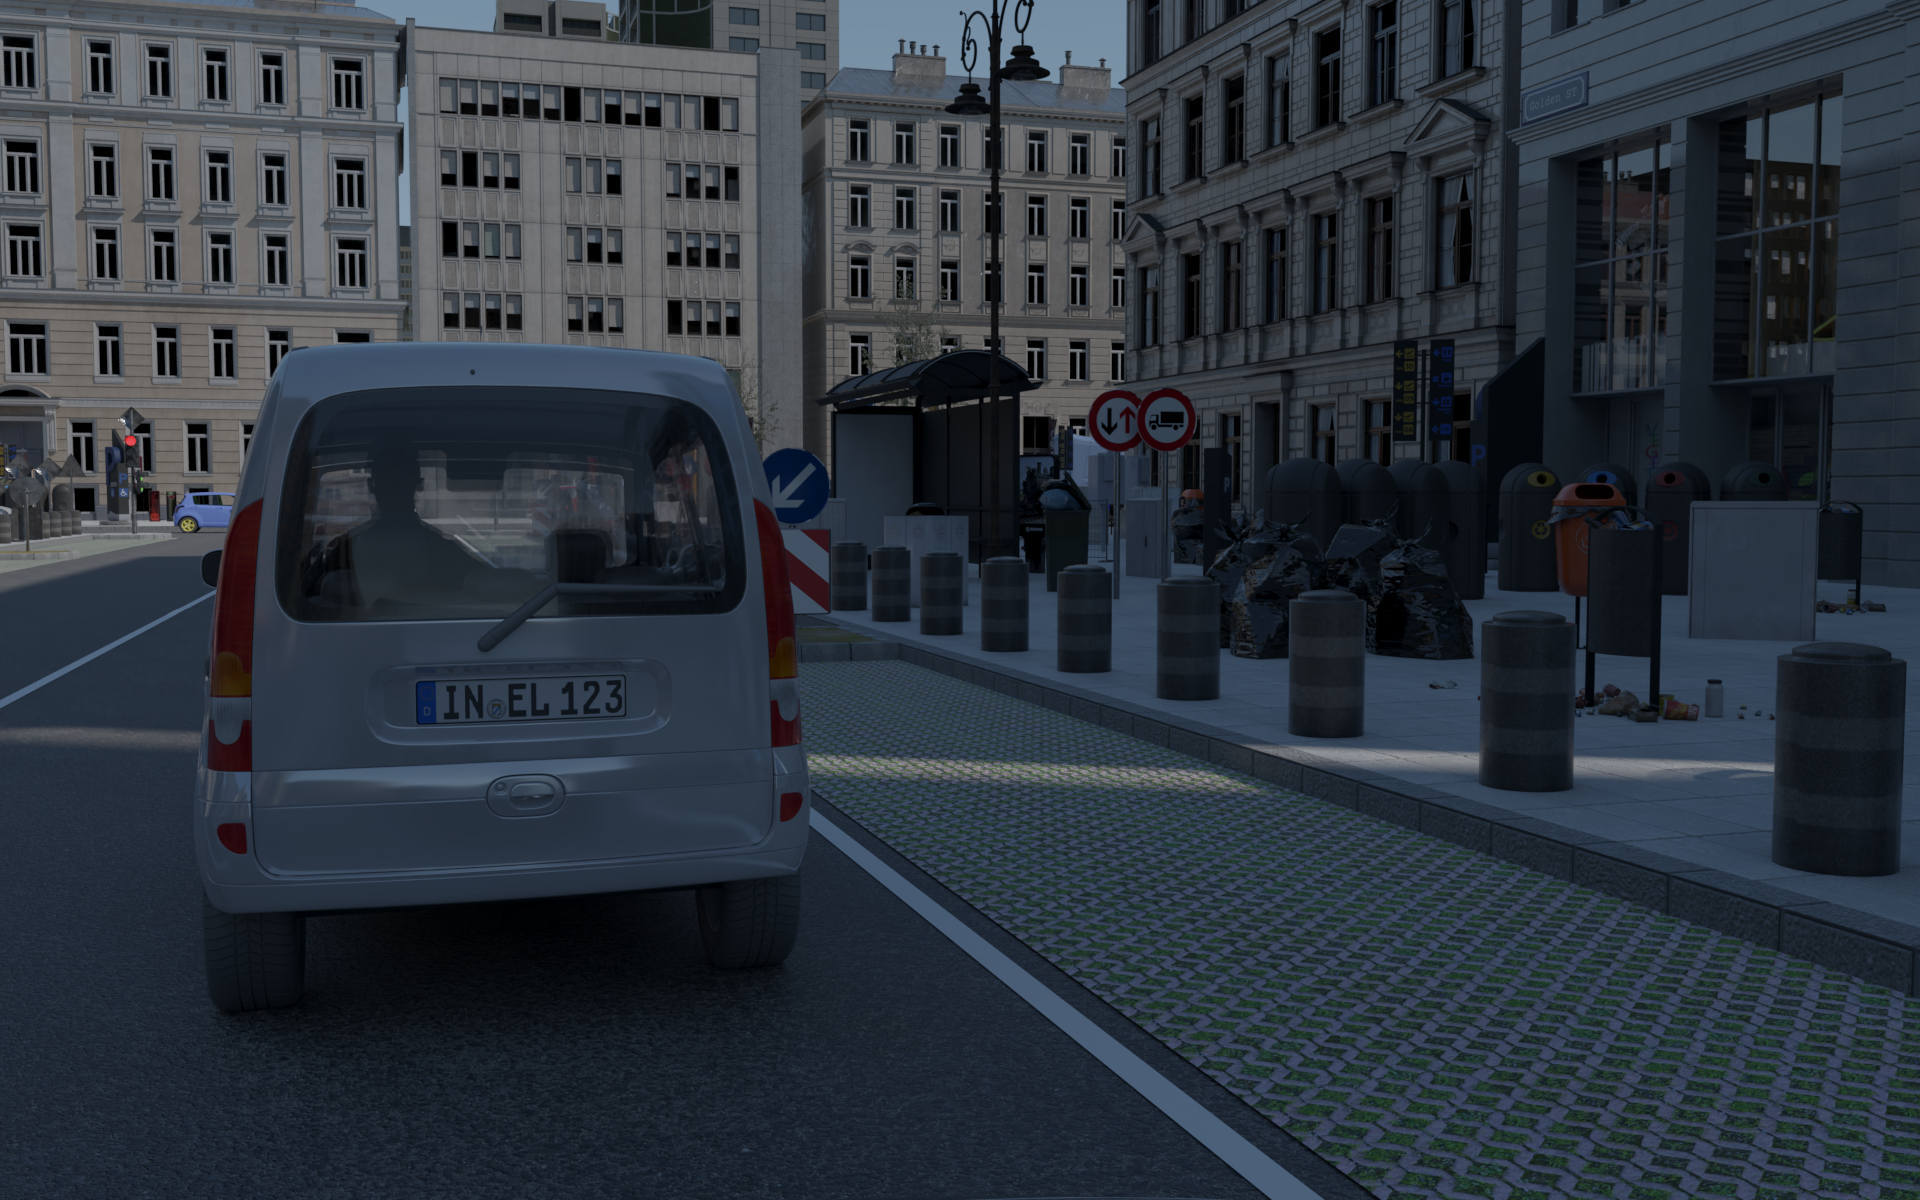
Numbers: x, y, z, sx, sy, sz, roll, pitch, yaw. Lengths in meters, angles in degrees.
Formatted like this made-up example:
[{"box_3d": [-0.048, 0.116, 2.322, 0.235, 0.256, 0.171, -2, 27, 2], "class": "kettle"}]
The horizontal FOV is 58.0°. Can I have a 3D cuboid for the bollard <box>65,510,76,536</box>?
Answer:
[{"box_3d": [-27.401, -2.340, 52.977, 0.404, 0.777, 0.398, 0, 3, 0], "class": "bollard"}]

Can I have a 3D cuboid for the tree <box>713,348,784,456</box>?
[{"box_3d": [-11.188, -8.427, 88.141, 4.360, 8.622, 3.978, 0, 3, 0], "class": "tree"}]

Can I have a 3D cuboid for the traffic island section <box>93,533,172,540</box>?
[{"box_3d": [-26.553, -2.043, 55.679, 2.009, 0.180, 2.903, -1, 4, -18], "class": "traffic island section"}]

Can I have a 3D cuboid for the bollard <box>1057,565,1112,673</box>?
[{"box_3d": [0.903, 0.132, 12.564, 0.404, 0.777, 0.398, 0, 3, 0], "class": "bollard"}]

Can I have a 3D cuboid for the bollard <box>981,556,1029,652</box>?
[{"box_3d": [0.370, 0.031, 14.212, 0.404, 0.777, 0.398, 0, 3, 0], "class": "bollard"}]

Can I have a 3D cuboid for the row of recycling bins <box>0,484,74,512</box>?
[{"box_3d": [-37.231, -3.805, 69.331, 3.534, 1.692, 1.069, 0, 4, 3], "class": "row of recycling bins"}]

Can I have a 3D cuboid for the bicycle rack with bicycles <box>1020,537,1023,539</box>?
[{"box_3d": [2.366, -2.142, 48.397, 2.852, 0.926, 2.925, 3, 4, 38], "class": "bicycle rack with bicycles"}]

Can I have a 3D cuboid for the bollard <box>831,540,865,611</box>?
[{"box_3d": [-1.224, -0.272, 19.160, 0.404, 0.777, 0.398, 0, 3, 0], "class": "bollard"}]

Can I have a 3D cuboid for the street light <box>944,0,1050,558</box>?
[{"box_3d": [0.309, -2.603, 15.347, 0.468, 5.910, 1.993, -1, 4, -18], "class": "street light"}]

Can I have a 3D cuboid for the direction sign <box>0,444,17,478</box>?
[{"box_3d": [-43.443, -5.320, 78.980, 0.876, 3.537, 0.379, 0, 4, -5], "class": "direction sign"}]

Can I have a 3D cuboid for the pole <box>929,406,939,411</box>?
[{"box_3d": [-0.560, -2.680, 37.657, 0.158, 3.312, 0.155, 0, 3, 0], "class": "pole"}]

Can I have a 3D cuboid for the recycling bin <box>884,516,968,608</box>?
[{"box_3d": [-0.385, -0.446, 19.854, 0.722, 1.027, 0.722, 3, 4, 38], "class": "recycling bin"}]

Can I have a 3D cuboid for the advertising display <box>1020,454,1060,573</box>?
[{"box_3d": [1.219, -1.397, 28.062, 0.123, 1.923, 0.974, -3, 5, -45], "class": "advertising display"}]

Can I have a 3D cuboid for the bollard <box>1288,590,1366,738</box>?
[{"box_3d": [1.963, 0.334, 9.264, 0.404, 0.777, 0.398, 0, 3, 0], "class": "bollard"}]

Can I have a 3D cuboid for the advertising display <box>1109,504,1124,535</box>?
[{"box_3d": [5.171, -3.016, 54.527, 0.974, 1.923, 0.123, 2, 4, 27], "class": "advertising display"}]

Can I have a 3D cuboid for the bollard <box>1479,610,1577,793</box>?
[{"box_3d": [2.496, 0.434, 7.617, 0.404, 0.777, 0.398, 0, 3, 0], "class": "bollard"}]

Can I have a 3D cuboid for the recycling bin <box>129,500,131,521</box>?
[{"box_3d": [-37.629, -3.979, 77.615, 0.722, 1.027, 0.722, -1, 4, -17], "class": "recycling bin"}]

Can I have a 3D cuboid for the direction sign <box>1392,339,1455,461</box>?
[{"box_3d": [6.810, -2.050, 25.517, 0.876, 3.537, 0.379, 2, 4, 26], "class": "direction sign"}]

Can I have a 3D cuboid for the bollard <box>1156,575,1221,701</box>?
[{"box_3d": [1.439, 0.233, 10.909, 0.404, 0.777, 0.398, 0, 3, 0], "class": "bollard"}]

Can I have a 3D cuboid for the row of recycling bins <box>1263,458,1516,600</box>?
[{"box_3d": [4.991, -0.816, 20.448, 3.534, 1.692, 1.069, -3, 4, -37], "class": "row of recycling bins"}]

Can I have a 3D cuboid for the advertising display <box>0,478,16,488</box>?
[{"box_3d": [-38.963, -4.001, 70.630, 0.974, 1.923, 0.123, -2, 4, -26], "class": "advertising display"}]

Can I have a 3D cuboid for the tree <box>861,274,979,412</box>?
[{"box_3d": [-1.301, -6.562, 57.658, 4.360, 8.622, 3.978, 0, 3, 0], "class": "tree"}]

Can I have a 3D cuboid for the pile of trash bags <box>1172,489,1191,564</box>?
[{"box_3d": [4.816, -1.382, 32.353, 1.912, 1.369, 3.447, -1, 4, -13], "class": "pile of trash bags"}]

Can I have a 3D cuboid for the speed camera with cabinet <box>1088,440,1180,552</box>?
[{"box_3d": [3.918, -2.726, 38.910, 2.038, 3.252, 0.660, -1, 4, -19], "class": "speed camera with cabinet"}]

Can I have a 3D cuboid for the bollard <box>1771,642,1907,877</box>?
[{"box_3d": [3.028, 0.535, 5.975, 0.404, 0.777, 0.398, 0, 3, 0], "class": "bollard"}]

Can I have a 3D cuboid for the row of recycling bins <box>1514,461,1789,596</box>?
[{"box_3d": [8.775, -0.937, 22.431, 3.534, 1.692, 1.069, 2, 4, 29], "class": "row of recycling bins"}]

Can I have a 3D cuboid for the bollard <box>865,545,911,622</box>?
[{"box_3d": [-0.695, -0.171, 17.515, 0.404, 0.777, 0.398, 0, 3, 0], "class": "bollard"}]

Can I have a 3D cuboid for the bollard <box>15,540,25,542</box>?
[{"box_3d": [-25.260, -1.935, 46.355, 0.404, 0.777, 0.398, 0, 3, 0], "class": "bollard"}]

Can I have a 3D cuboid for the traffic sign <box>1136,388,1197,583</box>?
[{"box_3d": [2.470, -1.271, 20.882, 0.768, 2.556, 0.104, -1, 4, -13], "class": "traffic sign"}]

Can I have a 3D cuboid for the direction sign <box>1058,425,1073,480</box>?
[{"box_3d": [3.497, -3.996, 57.339, 0.379, 3.537, 0.876, 3, 4, 36], "class": "direction sign"}]

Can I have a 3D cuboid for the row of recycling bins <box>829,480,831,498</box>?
[{"box_3d": [-4.128, -2.624, 50.014, 3.534, 1.692, 1.069, 0, 4, -6], "class": "row of recycling bins"}]

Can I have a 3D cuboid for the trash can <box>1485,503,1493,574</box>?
[{"box_3d": [7.859, -0.927, 26.812, 0.748, 1.137, 0.748, 0, 3, 0], "class": "trash can"}]

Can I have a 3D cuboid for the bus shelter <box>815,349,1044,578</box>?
[{"box_3d": [-0.630, -2.014, 26.852, 2.014, 3.302, 5.546, -1, 4, -18], "class": "bus shelter"}]

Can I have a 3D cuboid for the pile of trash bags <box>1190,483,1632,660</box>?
[{"box_3d": [3.701, -0.273, 14.212, 3.447, 1.369, 1.912, 0, 4, 4], "class": "pile of trash bags"}]

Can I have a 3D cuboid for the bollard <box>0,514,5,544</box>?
[{"box_3d": [-24.734, -1.834, 44.710, 0.404, 0.777, 0.398, 0, 3, 0], "class": "bollard"}]

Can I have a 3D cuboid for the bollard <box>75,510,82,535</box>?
[{"box_3d": [-27.931, -2.441, 54.625, 0.404, 0.777, 0.398, 0, 3, 0], "class": "bollard"}]

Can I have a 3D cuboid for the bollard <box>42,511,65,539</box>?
[{"box_3d": [-26.866, -2.239, 51.324, 0.404, 0.777, 0.398, 0, 3, 0], "class": "bollard"}]

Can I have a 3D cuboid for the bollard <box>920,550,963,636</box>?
[{"box_3d": [-0.170, -0.071, 15.871, 0.404, 0.777, 0.398, 0, 3, 0], "class": "bollard"}]
